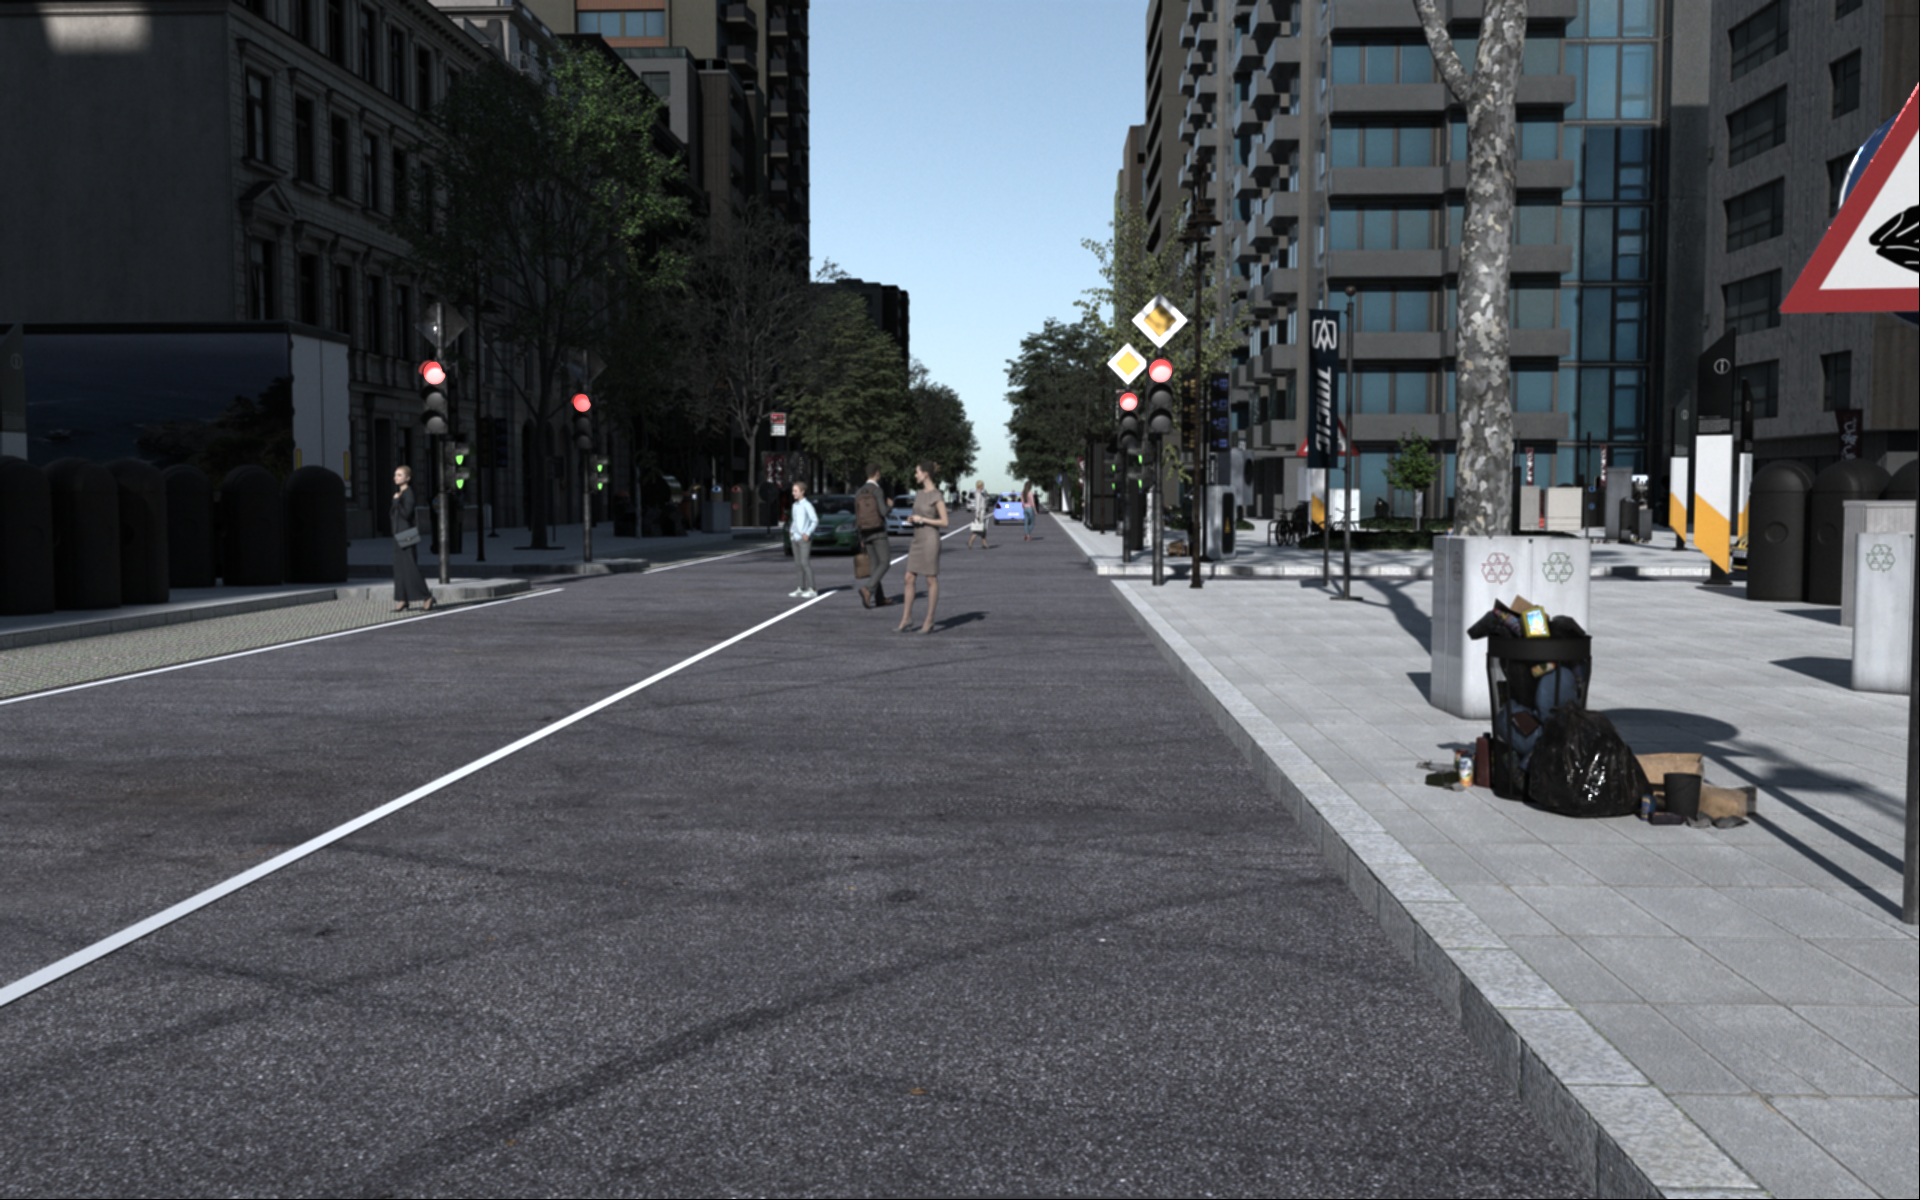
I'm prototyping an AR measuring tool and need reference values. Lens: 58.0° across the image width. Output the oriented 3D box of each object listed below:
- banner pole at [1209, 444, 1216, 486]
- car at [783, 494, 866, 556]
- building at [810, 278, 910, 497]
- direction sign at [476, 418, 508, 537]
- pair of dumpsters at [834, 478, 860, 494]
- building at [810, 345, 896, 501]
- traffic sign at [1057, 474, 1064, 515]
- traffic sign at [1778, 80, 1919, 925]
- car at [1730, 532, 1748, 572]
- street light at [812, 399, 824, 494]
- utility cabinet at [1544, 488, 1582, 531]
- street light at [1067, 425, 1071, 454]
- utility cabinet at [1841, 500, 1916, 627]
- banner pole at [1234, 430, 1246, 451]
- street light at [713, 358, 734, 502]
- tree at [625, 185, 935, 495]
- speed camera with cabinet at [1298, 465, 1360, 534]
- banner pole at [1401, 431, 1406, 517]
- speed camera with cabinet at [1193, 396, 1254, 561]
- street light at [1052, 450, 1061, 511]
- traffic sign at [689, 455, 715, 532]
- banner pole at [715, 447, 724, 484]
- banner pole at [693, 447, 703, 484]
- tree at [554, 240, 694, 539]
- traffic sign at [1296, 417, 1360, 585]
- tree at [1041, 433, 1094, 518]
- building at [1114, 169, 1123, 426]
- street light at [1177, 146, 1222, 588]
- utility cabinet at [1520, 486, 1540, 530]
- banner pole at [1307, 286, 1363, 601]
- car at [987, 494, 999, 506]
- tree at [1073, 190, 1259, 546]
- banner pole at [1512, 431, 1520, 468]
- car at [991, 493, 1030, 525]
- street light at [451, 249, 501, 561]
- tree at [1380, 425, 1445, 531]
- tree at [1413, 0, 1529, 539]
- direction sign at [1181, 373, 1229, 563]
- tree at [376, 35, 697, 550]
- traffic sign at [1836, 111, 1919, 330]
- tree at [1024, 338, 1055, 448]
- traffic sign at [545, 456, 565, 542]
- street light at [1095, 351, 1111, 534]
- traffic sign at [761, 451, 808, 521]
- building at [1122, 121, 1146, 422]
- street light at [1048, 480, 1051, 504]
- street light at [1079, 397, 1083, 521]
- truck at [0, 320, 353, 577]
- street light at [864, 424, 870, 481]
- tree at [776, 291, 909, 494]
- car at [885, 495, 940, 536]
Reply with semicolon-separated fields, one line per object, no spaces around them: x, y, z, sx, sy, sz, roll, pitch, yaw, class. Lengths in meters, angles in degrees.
11.286;-5.303;76.716;0.863;3.779;0.401;-3;5;-42;banner pole
-3.118;-1.831;41.736;2.131;1.459;4.920;0;4;2;car
-14.390;-28.434;236.589;14.160;30.474;14.107;0;4;2;building
-13.904;-3.640;51.519;0.876;3.537;0.379;-2;4;-23;direction sign
-6.931;-6.322;105.856;1.574;2.255;4.437;0;4;2;pair of dumpsters
-22.959;-22.643;215.254;27.650;21.520;28.899;0;4;2;building
6.283;-6.448;105.525;0.768;2.556;0.104;1;4;11;traffic sign
2.853;-0.312;5.102;0.884;2.594;0.081;0;4;8;traffic sign
14.680;-1.098;28.184;3.980;1.641;2.015;0;4;1;car
-6.902;-6.829;84.449;0.468;5.910;1.993;0;4;2;street light
20.385;-3.051;58.559;1.173;1.500;0.318;0;4;-3;utility cabinet
6.664;-8.191;106.712;0.468;5.910;1.993;0;4;2;street light
9.087;-0.346;16.825;1.020;1.237;0.306;-1;4;-17;utility cabinet
10.946;-4.766;67.943;0.863;3.779;0.401;-3;4;-37;banner pole
-8.015;-5.268;58.927;0.468;5.910;1.993;0;4;2;street light
-8.368;-9.708;69.089;12.009;13.543;11.850;0;3;0;tree
11.946;-3.777;56.093;2.038;3.252;0.660;-1;4;-22;speed camera with cabinet
17.632;-4.834;69.054;0.401;3.779;0.863;2;4;26;banner pole
5.213;-2.435;34.156;0.660;3.252;2.038;2;4;28;speed camera with cabinet
8.748;-11.278;157.182;0.468;5.910;1.993;0;4;2;street light
-8.637;-3.544;57.952;0.884;2.594;0.081;0;4;8;traffic sign
-12.870;-6.296;92.960;0.863;3.779;0.401;2;4;31;banner pole
-13.873;-6.215;91.632;0.863;3.779;0.401;3;4;37;banner pole
-9.414;-6.062;49.482;4.737;8.622;4.395;0;3;0;tree
5.150;-1.486;24.307;0.884;2.594;0.081;0;4;4;traffic sign
7.149;-6.733;93.791;4.285;4.588;4.351;0;3;0;tree
26.846;-32.821;220.224;14.154;41.232;14.086;0;4;2;building
3.225;-3.101;23.482;0.468;5.910;1.993;0;4;2;street light
14.962;-2.316;46.548;0.318;1.500;1.173;-3;5;-41;utility cabinet
4.490;-1.884;20.814;0.863;3.779;0.401;-2;4;-28;banner pole
3.477;-10.572;182.633;2.009;1.686;4.222;0;4;1;car
4.917;-5.643;42.631;4.737;8.622;4.395;0;3;0;tree
22.057;-4.838;69.124;0.863;3.779;0.401;-1;4;-15;banner pole
2.437;-4.376;81.144;1.945;1.707;3.694;0;4;0;car
-9.157;-3.678;32.928;0.468;5.910;1.993;0;4;2;street light
12.817;-3.320;48.876;1.663;3.219;1.824;0;3;0;tree
4.613;-9.594;12.746;12.611;20.169;13.585;0;3;0;tree
4.592;-2.477;32.500;0.876;3.537;0.379;1;4;10;direction sign
-9.619;-6.976;39.816;9.928;11.665;9.643;0;3;0;tree
3.186;-0.336;5.598;0.768;2.556;0.104;0;4;5;traffic sign
5.013;-7.475;72.573;4.360;8.622;3.978;0;3;0;tree
-10.914;-2.715;46.523;0.606;2.300;0.079;0;4;3;traffic sign
4.577;-5.053;55.410;0.468;5.910;1.993;0;4;2;street light
-8.343;-5.407;82.283;2.265;3.308;0.079;1;4;9;traffic sign
26.611;-33.995;205.934;14.600;45.320;14.200;0;4;2;building
9.845;-12.865;183.135;0.468;5.910;1.993;0;4;2;street light
5.655;-6.629;81.166;0.468;5.910;1.993;0;4;2;street light
-16.281;-2.478;29.436;11.283;4.237;2.839;0;4;3;truck
-5.844;-8.356;109.413;0.468;5.910;1.993;0;4;2;street light
-6.764;-10.974;97.554;7.486;12.596;7.792;0;3;0;tree
-1.639;-2.959;60.381;2.014;1.417;4.499;0;4;2;car
